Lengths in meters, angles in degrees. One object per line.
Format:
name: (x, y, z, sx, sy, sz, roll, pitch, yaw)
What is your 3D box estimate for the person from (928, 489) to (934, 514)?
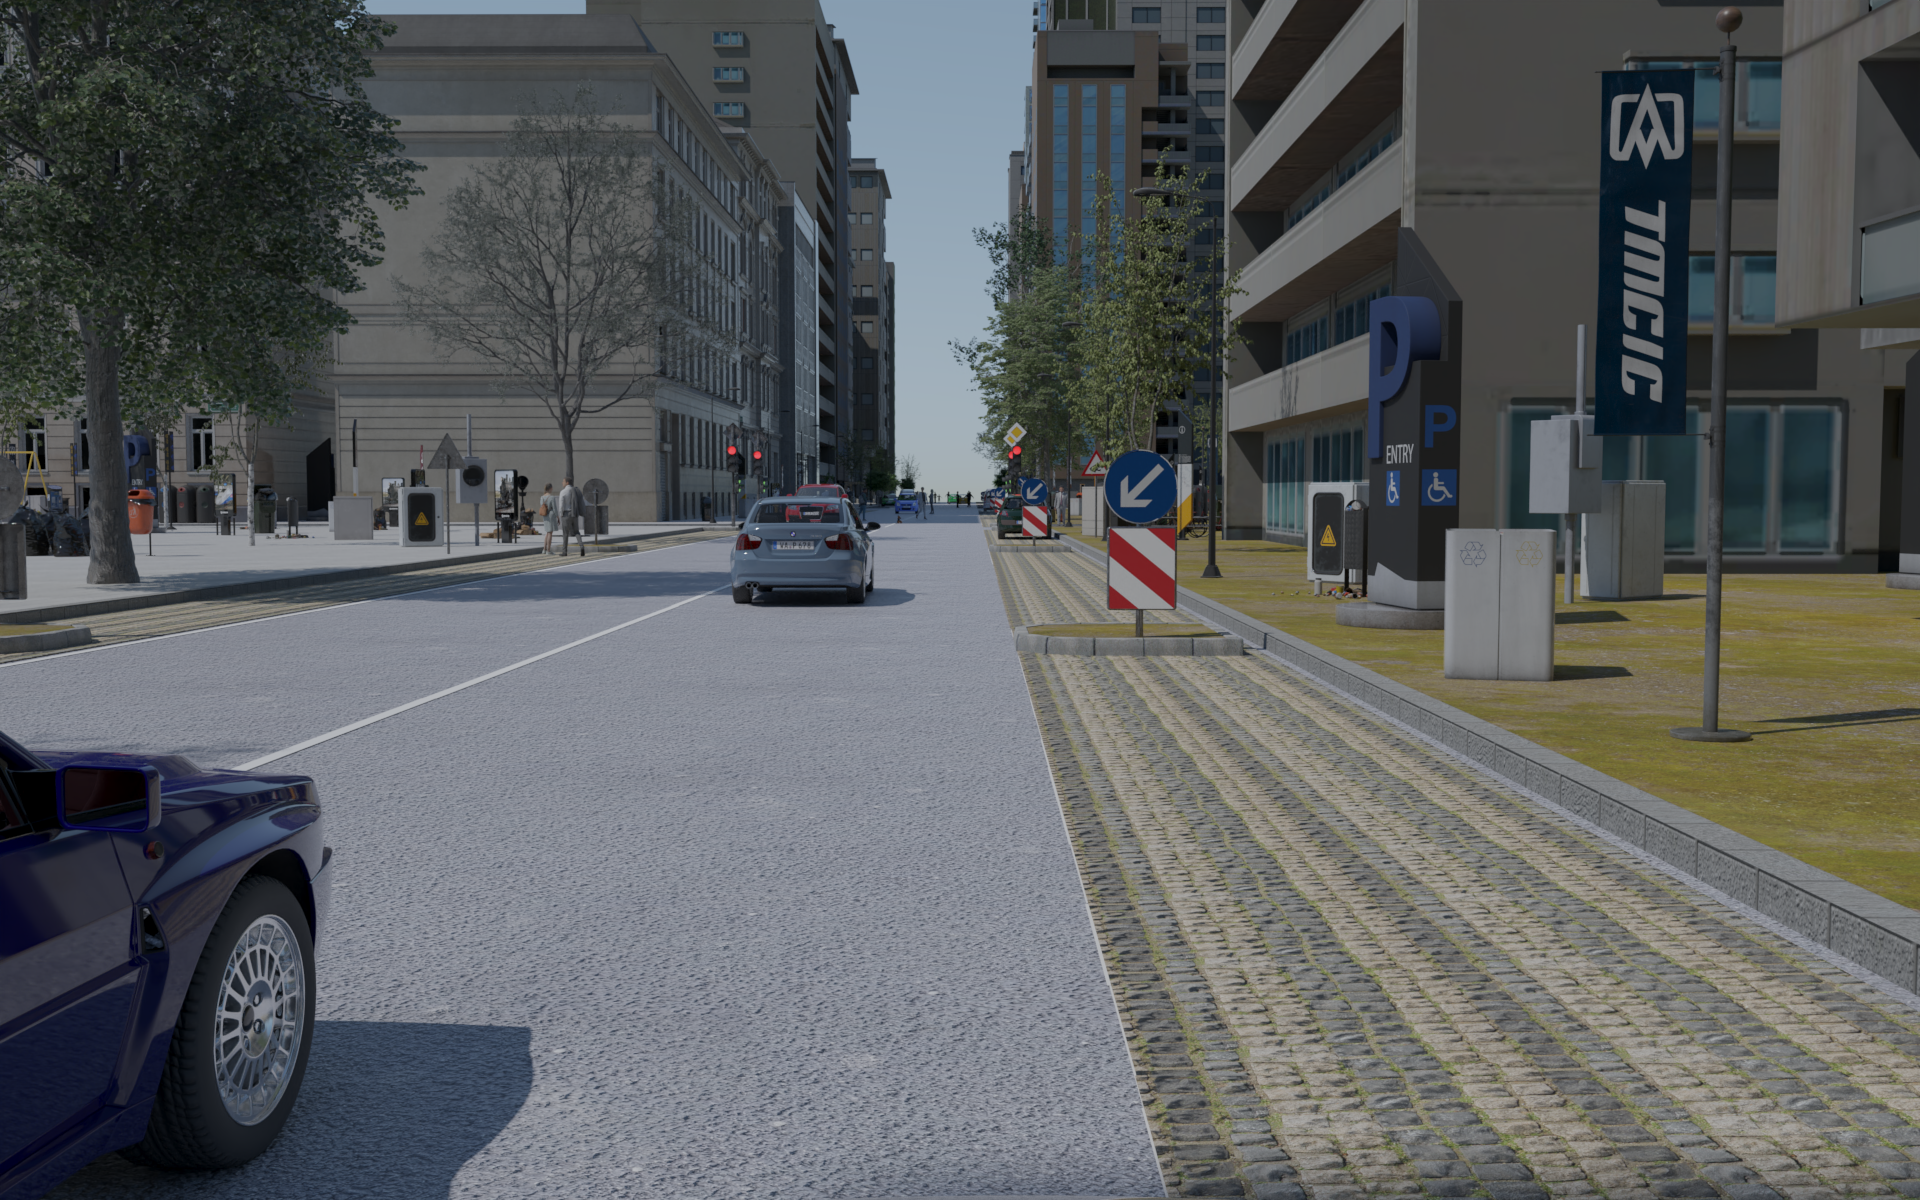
person: (-2.104, -7.084, 124.506, 0.526, 1.800, 0.537, 2, 4, 24)

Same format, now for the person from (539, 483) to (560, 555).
person: (-9.665, -1.909, 40.720, 0.512, 1.701, 0.522, 2, 4, 27)

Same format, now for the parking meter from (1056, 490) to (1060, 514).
parking meter: (6.376, -6.308, 111.549, 0.372, 1.533, 0.369, 0, 3, 0)

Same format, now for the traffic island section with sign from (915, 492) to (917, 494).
traffic island section with sign: (-7.224, -16.920, 285.273, 1.989, 1.847, 2.006, 0, 4, 0)

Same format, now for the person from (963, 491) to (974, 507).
person: (0.966, -11.117, 190.291, 1.348, 1.821, 0.705, 2, 4, 29)

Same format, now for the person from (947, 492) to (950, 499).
person: (-1.620, -15.049, 254.692, 0.705, 1.807, 1.348, -2, 4, -27)

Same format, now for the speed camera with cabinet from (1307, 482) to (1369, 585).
speed camera with cabinet: (5.803, -1.841, 24.435, 0.660, 3.252, 2.038, -2, 4, -31)

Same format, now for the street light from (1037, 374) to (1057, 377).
street light: (3.685, -5.778, 67.008, 1.470, 5.913, 1.316, 0, 4, 0)

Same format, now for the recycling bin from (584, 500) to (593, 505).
recycling bin: (-16.529, -3.872, 75.862, 0.722, 1.027, 0.722, -2, 4, -28)

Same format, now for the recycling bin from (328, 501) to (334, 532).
recycling bin: (-21.074, -2.853, 59.198, 0.722, 1.027, 0.722, 1, 4, 10)

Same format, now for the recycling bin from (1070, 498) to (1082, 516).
recycling bin: (7.009, -5.546, 103.239, 0.722, 1.027, 0.722, 3, 5, 39)

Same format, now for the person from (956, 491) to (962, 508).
person: (-0.157, -10.510, 181.056, 0.721, 1.735, 1.217, -2, 4, -27)

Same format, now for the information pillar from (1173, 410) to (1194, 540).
information pillar: (6.233, -3.462, 47.962, 0.504, 3.616, 0.183, 3, 5, 45)

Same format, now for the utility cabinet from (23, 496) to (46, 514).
utility cabinet: (-40.459, -3.947, 75.690, 1.020, 1.237, 0.306, 1, 4, 19)

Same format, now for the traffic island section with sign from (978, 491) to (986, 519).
traffic island section with sign: (2.146, -5.477, 98.169, 1.989, 1.847, 2.006, 0, 4, 0)

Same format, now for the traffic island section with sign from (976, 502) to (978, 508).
traffic island section with sign: (2.352, -7.147, 125.482, 1.989, 1.847, 2.006, 0, 4, 0)

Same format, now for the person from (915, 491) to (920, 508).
person: (-3.593, -8.420, 147.163, 0.512, 1.701, 0.522, -1, 4, -19)

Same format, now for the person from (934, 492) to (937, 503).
person: (-3.940, -16.120, 272.076, 0.705, 1.821, 1.348, 3, 5, 40)

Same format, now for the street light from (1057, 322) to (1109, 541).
street light: (3.456, -4.546, 46.870, 1.470, 5.913, 1.316, 0, 4, 0)

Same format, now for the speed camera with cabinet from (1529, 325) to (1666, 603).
speed camera with cabinet: (7.712, -1.624, 20.892, 2.038, 3.252, 0.660, -3, 4, -37)

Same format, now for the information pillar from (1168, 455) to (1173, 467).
information pillar: (12.045, -6.564, 98.676, 0.183, 3.616, 0.504, -3, 4, -39)

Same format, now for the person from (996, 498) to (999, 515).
person: (2.616, -6.577, 116.004, 0.580, 1.828, 0.573, -1, 4, -12)

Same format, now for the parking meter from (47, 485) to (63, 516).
parking meter: (-25.043, -2.418, 47.950, 0.372, 1.533, 0.369, 0, 3, 0)

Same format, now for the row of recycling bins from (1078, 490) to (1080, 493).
row of recycling bins: (9.539, -7.627, 131.814, 1.069, 1.692, 3.534, 1, 4, 12)

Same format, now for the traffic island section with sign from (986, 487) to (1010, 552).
traffic island section with sign: (1.722, -2.110, 43.125, 1.989, 1.847, 2.006, 0, 4, 0)

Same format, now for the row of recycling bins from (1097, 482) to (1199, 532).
row of recycling bins: (6.189, -3.171, 58.951, 3.534, 1.692, 1.069, 1, 4, 23)

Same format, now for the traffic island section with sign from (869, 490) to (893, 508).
traffic island section with sign: (-8.086, -10.138, 174.389, 1.989, 1.847, 2.006, 0, 4, 0)

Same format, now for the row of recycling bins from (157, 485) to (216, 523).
row of recycling bins: (-34.483, -4.232, 76.303, 3.534, 1.692, 1.069, 0, 4, 6)

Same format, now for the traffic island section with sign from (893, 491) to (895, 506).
traffic island section with sign: (-7.871, -11.823, 201.939, 1.989, 1.847, 2.006, 0, 4, 0)

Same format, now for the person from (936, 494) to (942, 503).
person: (-3.224, -15.602, 266.847, 1.065, 1.426, 0.557, 0, 4, 4)

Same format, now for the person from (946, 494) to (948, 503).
person: (-1.846, -16.330, 275.476, 1.348, 1.826, 0.705, -2, 4, -31)

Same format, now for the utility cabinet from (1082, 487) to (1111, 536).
utility cabinet: (4.153, -2.684, 52.563, 0.318, 1.500, 1.173, -2, 4, -29)

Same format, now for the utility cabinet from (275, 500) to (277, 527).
utility cabinet: (-27.434, -3.483, 68.105, 1.020, 1.237, 0.306, -3, 5, -45)

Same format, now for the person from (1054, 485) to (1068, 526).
person: (4.283, -3.917, 72.820, 0.678, 1.792, 0.850, 0, 4, 8)

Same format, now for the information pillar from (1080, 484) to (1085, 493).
information pillar: (9.026, -7.543, 127.824, 0.304, 2.012, 0.304, 0, 4, -4)

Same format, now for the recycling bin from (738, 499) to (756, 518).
recycling bin: (-11.245, -4.837, 91.637, 0.722, 1.027, 0.722, -3, 4, -38)

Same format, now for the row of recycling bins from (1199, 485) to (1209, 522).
row of recycling bins: (10.342, -4.358, 78.366, 1.069, 1.692, 3.534, 2, 4, 25)

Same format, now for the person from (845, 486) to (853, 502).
person: (-6.285, -5.405, 96.232, 0.648, 1.900, 0.474, 1, 4, 20)

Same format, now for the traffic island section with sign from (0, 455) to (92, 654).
traffic island section with sign: (-9.310, -0.456, 16.087, 1.989, 1.847, 2.006, 0, 4, 0)

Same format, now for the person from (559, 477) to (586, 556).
person: (-8.868, -1.898, 39.631, 0.850, 1.850, 0.679, 3, 5, 42)

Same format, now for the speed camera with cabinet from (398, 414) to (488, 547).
speed camera with cabinet: (-12.675, -2.943, 42.449, 2.038, 3.252, 0.660, -2, 4, -26)

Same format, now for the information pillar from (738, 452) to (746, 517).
information pillar: (-11.968, -6.337, 94.969, 0.504, 3.616, 0.183, 1, 4, 23)

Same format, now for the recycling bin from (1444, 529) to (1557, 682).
recycling bin: (3.801, 0.020, 12.231, 0.722, 1.027, 0.722, 1, 4, 15)

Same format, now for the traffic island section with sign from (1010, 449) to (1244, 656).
traffic island section with sign: (1.509, -0.461, 16.171, 1.989, 1.847, 2.006, 0, 4, 0)

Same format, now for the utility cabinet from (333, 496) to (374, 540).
utility cabinet: (-16.971, -2.282, 48.476, 1.020, 1.237, 0.306, -1, 4, -14)

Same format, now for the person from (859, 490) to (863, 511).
person: (-8.472, -8.613, 149.805, 0.515, 1.767, 0.782, 0, 4, 0)

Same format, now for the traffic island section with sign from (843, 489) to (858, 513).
traffic island section with sign: (-8.451, -7.164, 125.761, 1.989, 1.847, 2.006, 0, 4, 0)

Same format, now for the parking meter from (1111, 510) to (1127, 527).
parking meter: (4.145, -2.420, 45.275, 0.399, 1.863, 0.255, -3, 4, -39)

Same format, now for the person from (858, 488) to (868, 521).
person: (-5.159, -5.103, 92.278, 0.721, 1.781, 0.623, -3, 5, -43)

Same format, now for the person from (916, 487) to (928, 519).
person: (-2.160, -5.489, 98.126, 0.818, 1.842, 0.514, 3, 5, 45)

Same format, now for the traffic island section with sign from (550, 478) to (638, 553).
traffic island section with sign: (-9.103, -2.105, 43.042, 1.989, 1.847, 2.006, 0, 4, 0)

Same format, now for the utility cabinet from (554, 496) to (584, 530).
utility cabinet: (-14.030, -3.124, 62.242, 1.020, 1.237, 0.306, 0, 4, -3)

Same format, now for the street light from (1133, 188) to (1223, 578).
street light: (3.328, -3.297, 26.447, 1.470, 5.913, 1.316, 0, 4, 0)

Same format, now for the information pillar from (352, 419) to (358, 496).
information pillar: (-18.767, -3.818, 53.787, 0.183, 3.616, 0.504, -1, 4, -12)

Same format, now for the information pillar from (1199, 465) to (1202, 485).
information pillar: (19.191, -8.943, 137.578, 0.183, 3.616, 0.504, -3, 5, -39)
